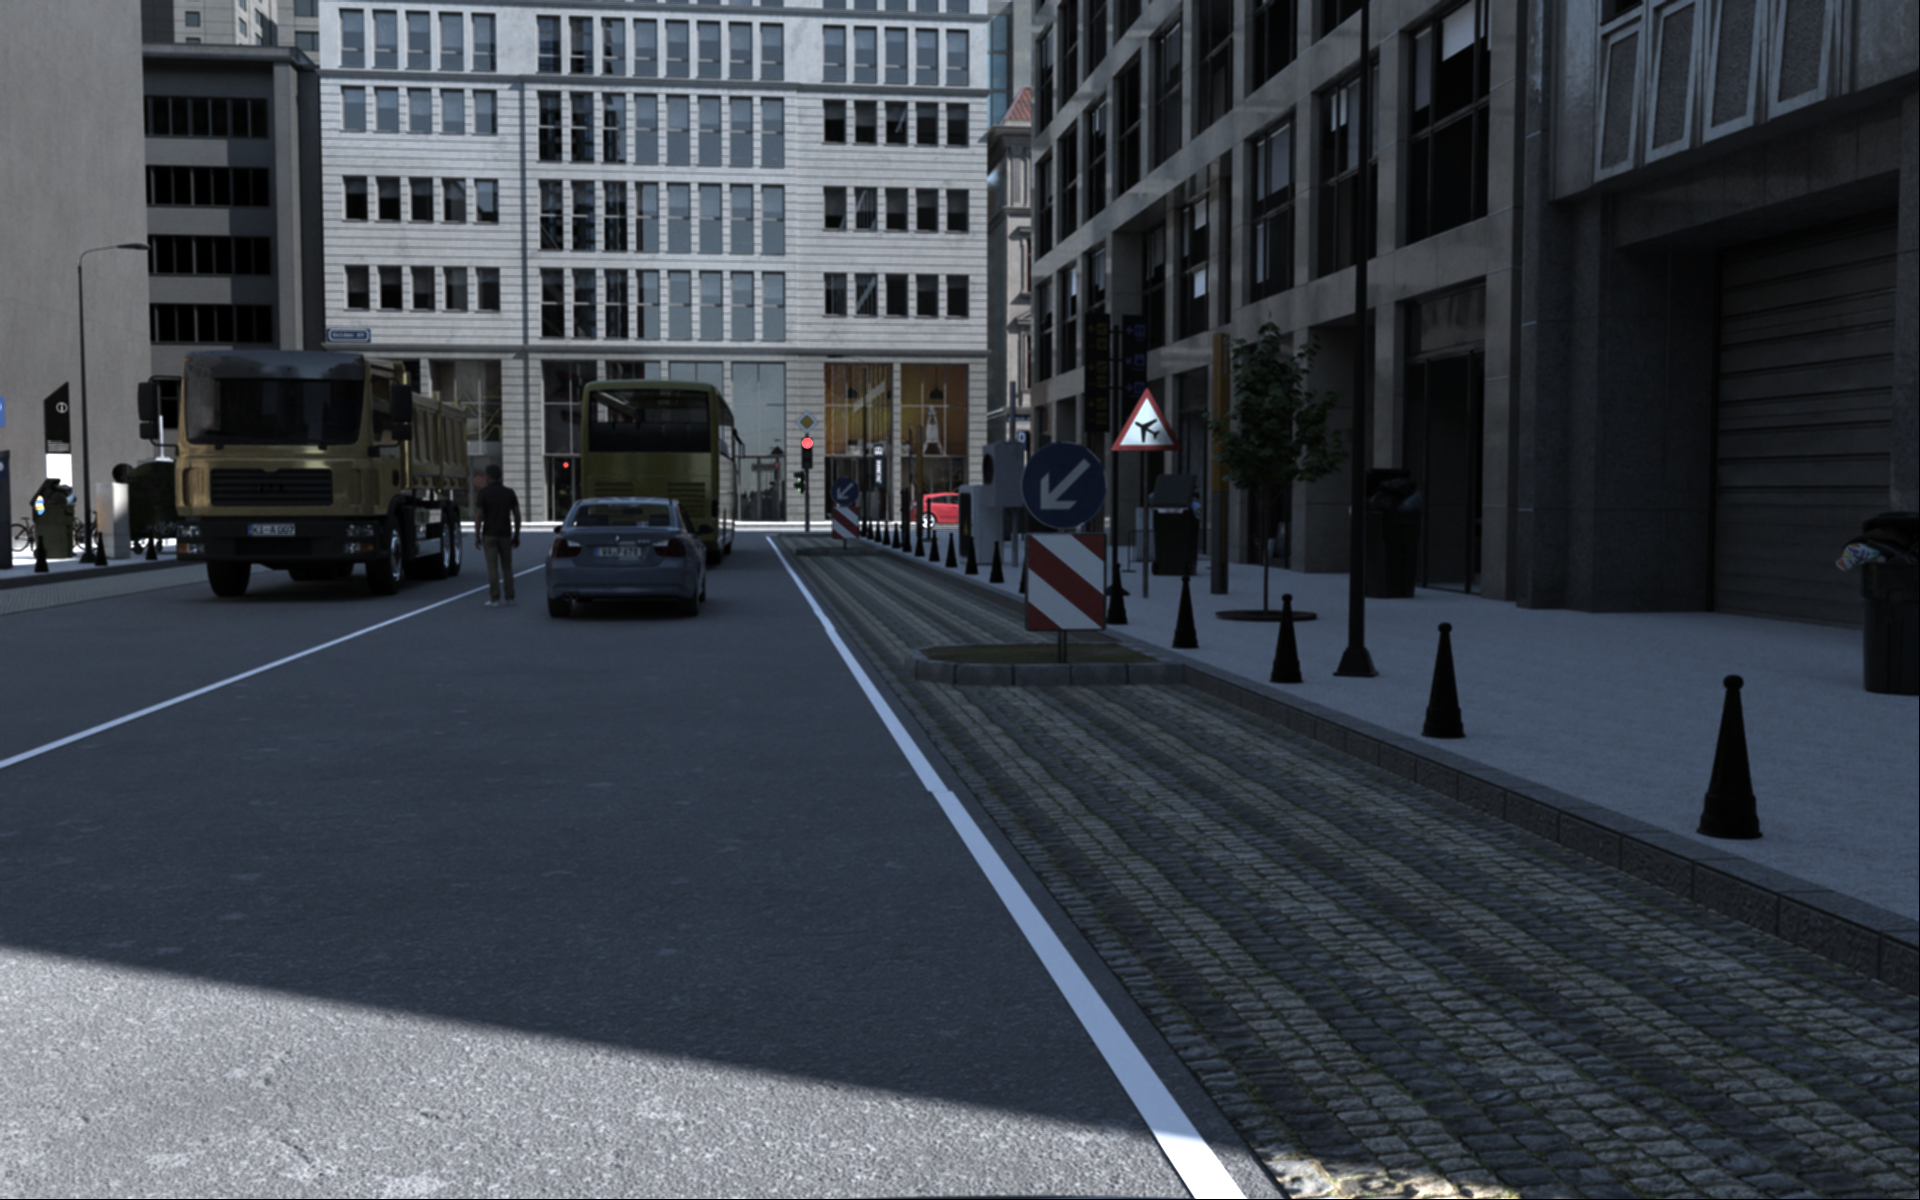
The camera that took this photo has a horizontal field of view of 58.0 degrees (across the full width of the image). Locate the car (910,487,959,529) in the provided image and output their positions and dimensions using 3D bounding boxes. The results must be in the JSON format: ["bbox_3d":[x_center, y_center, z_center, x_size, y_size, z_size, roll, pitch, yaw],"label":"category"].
[{"bbox_3d":[0.030,-3.833,71.716,4.494,1.783,2.155,0,4,-6],"label":"car"}]

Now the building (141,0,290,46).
[{"bbox_3d":[-87.883,-46.141,192.653,20.611,71.187,20.563,0,4,-7],"label":"building"}]

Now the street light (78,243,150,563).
[{"bbox_3d":[-15.660,-3.642,32.088,1.470,5.913,1.316,0,4,-7],"label":"street light"}]

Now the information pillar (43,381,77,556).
[{"bbox_3d":[-18.632,-2.720,35.824,0.183,3.616,0.504,3,5,43],"label":"information pillar"}]

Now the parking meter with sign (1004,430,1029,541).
[{"bbox_3d":[1.000,-3.119,47.264,1.738,3.016,0.543,-2,4,-28],"label":"parking meter with sign"}]

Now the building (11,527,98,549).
[{"bbox_3d":[-37.486,-13.655,42.332,30.058,24.678,14.314,0,4,-7],"label":"building"}]

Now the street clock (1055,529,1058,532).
[{"bbox_3d":[1.504,-1.421,27.807,0.471,2.002,0.358,-1,4,-23],"label":"street clock"}]

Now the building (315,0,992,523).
[{"bbox_3d":[-14.033,-18.693,83.116,29.804,29.767,11.434,0,4,-7],"label":"building"}]

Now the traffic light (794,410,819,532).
[{"bbox_3d":[-5.154,-4.236,58.174,0.839,4.253,0.868,0,4,-7],"label":"traffic light"}]

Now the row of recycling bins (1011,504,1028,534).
[{"bbox_3d":[2.250,-3.014,56.390,1.069,1.692,3.534,-1,4,-23],"label":"row of recycling bins"}]

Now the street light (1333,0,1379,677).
[{"bbox_3d":[2.271,-2.416,12.044,1.470,5.913,1.316,0,4,-7],"label":"street light"}]

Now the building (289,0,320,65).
[{"bbox_3d":[-45.961,-43.569,150.600,20.563,71.187,20.611,0,4,-7],"label":"building"}]

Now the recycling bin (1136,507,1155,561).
[{"bbox_3d":[3.716,-1.247,32.936,0.722,1.027,0.722,0,4,7],"label":"recycling bin"}]

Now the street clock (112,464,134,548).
[{"bbox_3d":[-19.863,-2.240,41.191,0.471,2.002,0.358,-1,4,-17],"label":"street clock"}]

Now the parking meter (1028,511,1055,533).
[{"bbox_3d":[1.130,-0.958,24.072,0.372,1.533,0.369,0,3,0],"label":"parking meter"}]

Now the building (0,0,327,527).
[{"bbox_3d":[-43.853,-15.990,80.500,30.058,24.678,14.314,0,4,-7],"label":"building"}]

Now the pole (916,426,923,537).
[{"bbox_3d":[-1.209,-3.549,51.877,0.158,3.312,0.155,0,3,0],"label":"pole"}]

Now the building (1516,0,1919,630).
[{"bbox_3d":[13.515,-11.728,9.776,12.078,24.808,19.932,0,4,-7],"label":"building"}]

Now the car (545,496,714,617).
[{"bbox_3d":[-4.086,-0.584,21.557,2.014,1.417,4.499,0,4,-7],"label":"car"}]

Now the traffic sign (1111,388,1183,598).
[{"bbox_3d":[2.292,-1.305,21.338,0.884,2.594,0.081,0,3,0],"label":"traffic sign"}]

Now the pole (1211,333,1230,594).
[{"bbox_3d":[3.328,-1.730,22.127,0.158,3.312,0.155,0,3,0],"label":"pole"}]

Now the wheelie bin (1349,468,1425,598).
[{"bbox_3d":[5.330,-0.831,21.494,0.980,1.594,0.693,-1,4,-22],"label":"wheelie bin"}]

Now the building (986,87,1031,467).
[{"bbox_3d":[11.248,-15.316,86.566,21.152,22.565,11.583,0,4,-7],"label":"building"}]

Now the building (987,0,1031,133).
[{"bbox_3d":[-1.779,-33.720,170.928,23.786,49.044,30.456,0,4,-7],"label":"building"}]

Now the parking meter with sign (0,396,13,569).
[{"bbox_3d":[-16.784,-2.068,30.072,0.543,3.016,1.738,-2,4,-33],"label":"parking meter with sign"}]

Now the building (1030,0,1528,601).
[{"bbox_3d":[13.880,-14.276,37.928,19.350,26.468,34.151,0,4,-7],"label":"building"}]

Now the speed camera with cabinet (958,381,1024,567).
[{"bbox_3d":[0.537,-2.249,31.113,0.660,3.252,2.038,-1,4,-18],"label":"speed camera with cabinet"}]

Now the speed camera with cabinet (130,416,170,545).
[{"bbox_3d":[-20.854,-3.031,43.888,2.038,3.252,0.660,2,4,27],"label":"speed camera with cabinet"}]

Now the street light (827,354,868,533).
[{"bbox_3d":[-3.712,-5.209,57.703,1.470,5.913,1.316,0,4,-7],"label":"street light"}]

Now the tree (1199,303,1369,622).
[{"bbox_3d":[3.058,-1.413,17.710,1.663,3.219,1.824,0,3,0],"label":"tree"}]

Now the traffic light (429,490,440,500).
[{"bbox_3d":[-17.265,-4.140,56.612,0.839,4.253,0.868,0,4,-7],"label":"traffic light"}]

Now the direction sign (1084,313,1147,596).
[{"bbox_3d":[1.965,-1.828,21.891,0.876,3.537,0.379,-2,4,-23],"label":"direction sign"}]

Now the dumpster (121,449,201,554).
[{"bbox_3d":[-17.133,-2.146,37.584,1.502,2.255,1.985,0,4,-7],"label":"dumpster"}]

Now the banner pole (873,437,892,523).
[{"bbox_3d":[-3.443,-5.290,76.511,0.863,3.779,0.401,-1,4,-22],"label":"banner pole"}]
